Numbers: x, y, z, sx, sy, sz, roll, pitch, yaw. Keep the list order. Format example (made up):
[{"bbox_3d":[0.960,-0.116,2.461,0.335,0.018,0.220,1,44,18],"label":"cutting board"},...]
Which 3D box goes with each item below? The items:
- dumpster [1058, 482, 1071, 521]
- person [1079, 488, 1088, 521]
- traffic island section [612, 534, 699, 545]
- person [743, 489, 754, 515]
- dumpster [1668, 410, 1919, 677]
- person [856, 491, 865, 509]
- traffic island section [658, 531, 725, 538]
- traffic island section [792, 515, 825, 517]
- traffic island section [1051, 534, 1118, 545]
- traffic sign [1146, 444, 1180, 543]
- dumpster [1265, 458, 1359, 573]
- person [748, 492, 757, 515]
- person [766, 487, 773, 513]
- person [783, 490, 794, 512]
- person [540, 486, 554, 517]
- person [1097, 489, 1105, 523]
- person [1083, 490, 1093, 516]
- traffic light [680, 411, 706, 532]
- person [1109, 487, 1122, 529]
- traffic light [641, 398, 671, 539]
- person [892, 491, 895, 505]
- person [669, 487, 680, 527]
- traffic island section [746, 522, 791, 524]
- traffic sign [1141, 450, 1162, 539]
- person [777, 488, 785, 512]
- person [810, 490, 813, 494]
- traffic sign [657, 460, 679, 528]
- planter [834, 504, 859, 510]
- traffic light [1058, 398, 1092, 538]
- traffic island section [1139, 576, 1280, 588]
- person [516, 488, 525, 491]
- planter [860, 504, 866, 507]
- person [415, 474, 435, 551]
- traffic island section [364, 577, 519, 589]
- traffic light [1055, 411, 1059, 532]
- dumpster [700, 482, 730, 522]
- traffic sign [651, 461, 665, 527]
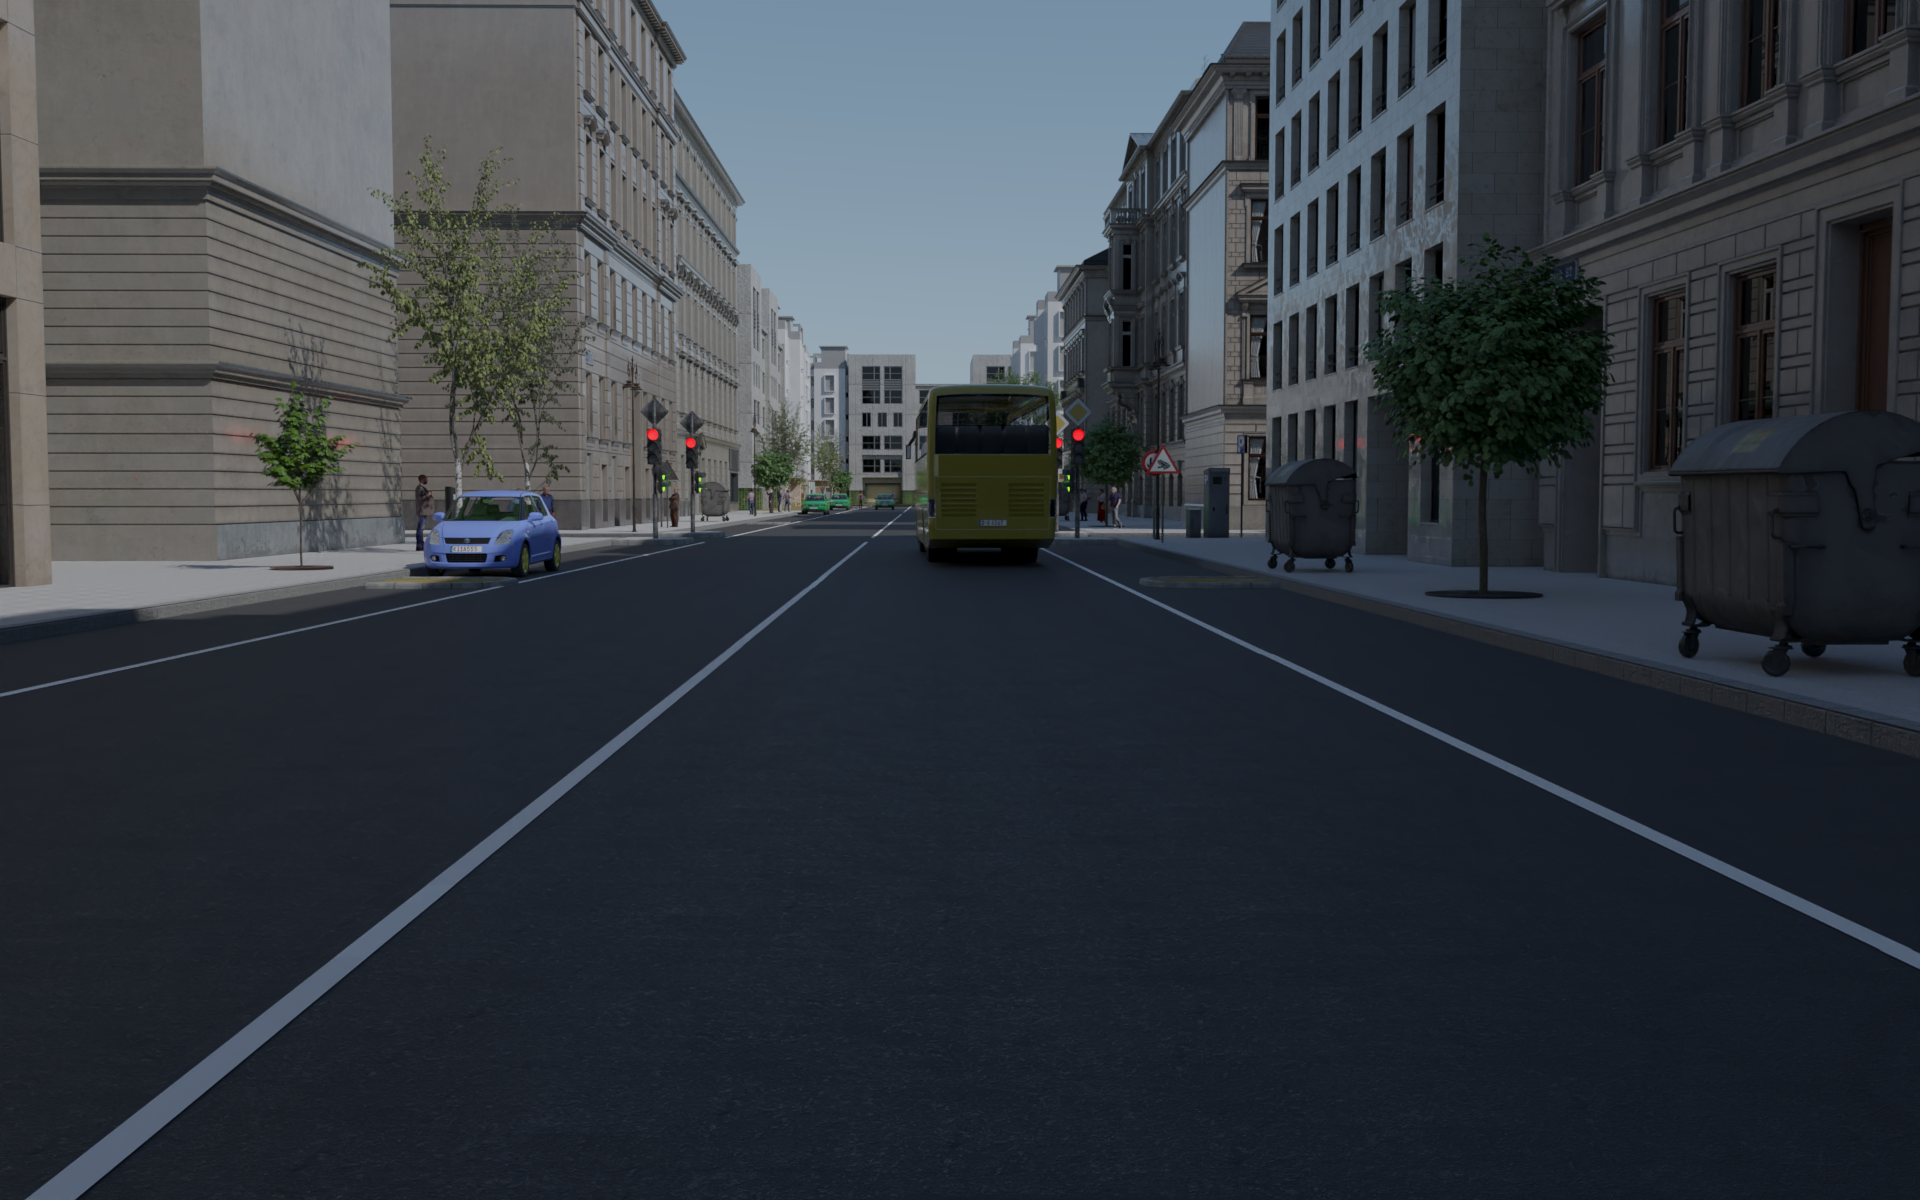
[{"bbox_3d":[4.708,-4.758,83.551,1.264,1.857,1.865,0,4,-1],"label":"dumpster"},{"bbox_3d":[5.835,-4.515,82.074,0.590,1.554,0.614,-2,4,-24],"label":"person"},{"bbox_3d":[-8.815,-1.697,50.026,2.009,0.180,2.903,0,4,-1],"label":"traffic island section"},{"bbox_3d":[-12.830,-6.014,106.324,0.435,1.587,0.963,3,5,41],"label":"person"},{"bbox_3d":[6.226,-0.431,12.813,1.264,1.857,1.865,0,4,-1],"label":"dumpster"},{"bbox_3d":[-9.643,-9.784,169.155,1.217,1.739,0.721,-3,4,-38],"label":"person"},{"bbox_3d":[-8.969,-2.185,58.009,2.009,0.180,2.903,0,4,-1],"label":"traffic island section"},{"bbox_3d":[-9.674,-5.386,110.933,1.991,0.108,1.994,0,4,-1],"label":"traffic island section"},{"bbox_3d":[3.425,-1.711,50.257,2.009,0.180,2.903,0,4,-1],"label":"traffic island section"},{"bbox_3d":[5.314,-2.776,45.394,0.884,2.594,0.081,0,4,5],"label":"traffic sign"},{"bbox_3d":[5.873,-1.416,28.910,1.264,1.857,1.865,0,4,-1],"label":"dumpster"},{"bbox_3d":[-12.915,-6.079,108.125,0.574,1.496,0.600,1,4,9],"label":"person"},{"bbox_3d":[-12.660,-6.605,114.830,0.742,1.727,0.445,2,4,33],"label":"person"},{"bbox_3d":[-12.394,-7.125,124.487,0.963,1.587,0.435,1,4,13],"label":"person"},{"bbox_3d":[-10.756,-2.202,44.742,0.574,1.496,0.600,-1,4,-19],"label":"person"},{"bbox_3d":[6.385,-4.227,77.617,0.523,1.526,0.387,3,5,41],"label":"person"},{"bbox_3d":[7.309,-5.567,99.438,0.546,1.535,0.453,0,4,-7],"label":"person"},{"bbox_3d":[-8.929,-4.198,57.876,0.839,4.213,0.868,0,4,-1],"label":"traffic light"},{"bbox_3d":[5.770,-3.396,63.780,0.471,1.553,0.569,-1,4,-15],"label":"person"},{"bbox_3d":[-8.774,-3.709,49.893,0.839,4.213,0.868,0,4,-1],"label":"traffic light"},{"bbox_3d":[-7.384,-10.972,188.344,0.568,1.767,0.683,3,5,40],"label":"person"},{"bbox_3d":[-11.044,-3.587,66.955,0.388,1.546,0.482,-2,4,-31],"label":"person"},{"bbox_3d":[-9.123,-3.657,82.662,1.991,0.108,1.994,0,4,-1],"label":"traffic island section"},{"bbox_3d":[5.585,-3.037,49.756,0.768,2.556,0.104,0,4,5],"label":"traffic sign"},{"bbox_3d":[-12.749,-7.141,123.239,0.568,1.767,0.683,-2,4,-24],"label":"person"},{"bbox_3d":[-14.877,-10.285,174.914,0.721,1.735,1.217,-2,4,-32],"label":"person"},{"bbox_3d":[-11.035,-3.992,65.280,0.884,2.594,0.081,0,4,8],"label":"traffic sign"},{"bbox_3d":[-10.627,-8.499,160.099,1.991,0.319,1.994,0,4,-1],"label":"planter"},{"bbox_3d":[3.384,-3.725,50.144,0.839,4.213,0.868,0,4,-1],"label":"traffic light"},{"bbox_3d":[3.863,-0.272,27.309,1.991,0.108,1.994,0,4,-1],"label":"traffic island section"},{"bbox_3d":[-9.096,-1.530,35.731,0.429,1.552,0.499,-1,4,-21],"label":"person"},{"bbox_3d":[-11.149,-10.177,187.525,1.991,0.319,1.994,0,4,-1],"label":"planter"},{"bbox_3d":[-12.077,-1.972,39.099,0.431,1.722,0.655,-1,4,-15],"label":"person"},{"bbox_3d":[-8.046,-0.266,27.207,1.991,0.108,1.994,0,4,-1],"label":"traffic island section"},{"bbox_3d":[3.230,-4.213,58.127,0.839,4.213,0.868,0,4,-1],"label":"traffic light"},{"bbox_3d":[-11.491,-4.610,81.128,1.264,1.857,1.865,0,4,-1],"label":"dumpster"},{"bbox_3d":[-11.637,-4.119,67.457,0.768,2.556,0.104,0,4,3],"label":"traffic sign"}]
